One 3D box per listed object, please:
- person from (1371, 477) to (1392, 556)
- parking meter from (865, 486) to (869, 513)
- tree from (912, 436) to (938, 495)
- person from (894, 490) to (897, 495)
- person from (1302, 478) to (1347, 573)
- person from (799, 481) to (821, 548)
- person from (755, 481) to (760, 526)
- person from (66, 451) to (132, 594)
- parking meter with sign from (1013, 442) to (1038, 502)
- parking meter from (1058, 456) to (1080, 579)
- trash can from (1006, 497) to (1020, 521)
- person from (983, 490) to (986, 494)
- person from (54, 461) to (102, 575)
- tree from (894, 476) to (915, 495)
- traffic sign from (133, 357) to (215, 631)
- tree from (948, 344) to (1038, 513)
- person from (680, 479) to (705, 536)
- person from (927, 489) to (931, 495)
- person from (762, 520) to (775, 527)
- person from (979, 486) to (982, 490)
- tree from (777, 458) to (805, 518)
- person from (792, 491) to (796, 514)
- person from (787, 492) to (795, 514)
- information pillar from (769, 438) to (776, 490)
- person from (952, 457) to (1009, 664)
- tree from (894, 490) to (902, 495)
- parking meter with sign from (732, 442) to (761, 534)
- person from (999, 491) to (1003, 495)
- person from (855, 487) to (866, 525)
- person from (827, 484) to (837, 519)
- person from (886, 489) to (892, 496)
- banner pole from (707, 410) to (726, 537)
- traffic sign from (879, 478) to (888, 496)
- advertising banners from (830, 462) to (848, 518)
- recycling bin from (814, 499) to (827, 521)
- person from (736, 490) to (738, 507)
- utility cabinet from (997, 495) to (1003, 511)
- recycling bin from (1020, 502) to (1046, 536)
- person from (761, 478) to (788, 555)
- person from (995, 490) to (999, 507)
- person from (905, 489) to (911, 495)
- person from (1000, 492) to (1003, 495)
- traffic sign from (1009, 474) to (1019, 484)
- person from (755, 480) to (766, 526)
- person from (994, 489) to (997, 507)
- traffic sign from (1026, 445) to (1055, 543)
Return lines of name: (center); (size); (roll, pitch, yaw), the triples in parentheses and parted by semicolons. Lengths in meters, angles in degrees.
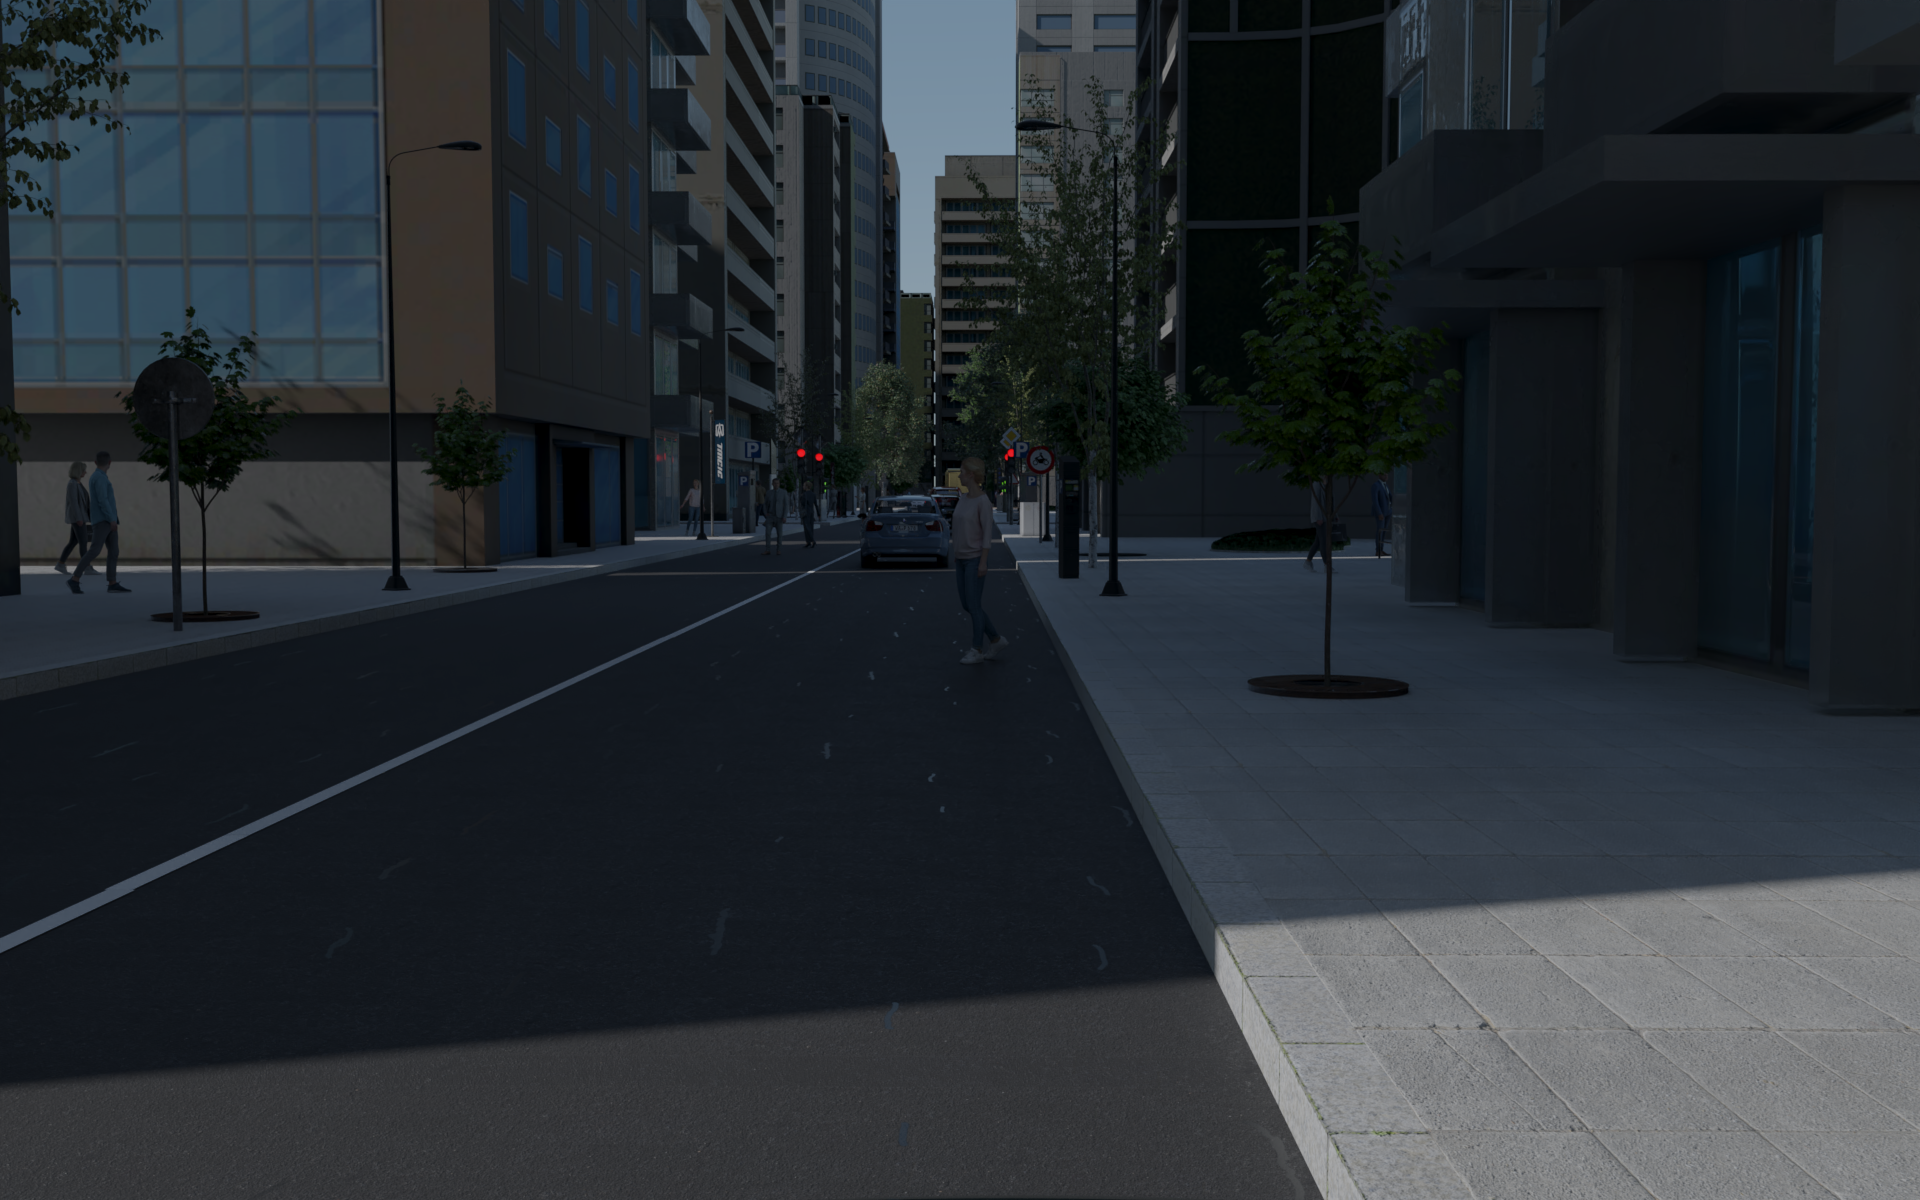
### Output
person: (8.748, -1.819, 35.965); (0.419, 1.800, 0.721); (2, 4, 34)
parking meter: (-6.464, -7.000, 120.168); (0.255, 1.863, 0.399); (0, 4, 1)
tree: (-5.098, -16.296, 216.797); (4.360, 8.622, 3.978); (0, 3, 0)
person: (-6.778, -10.891, 184.829); (0.721, 1.735, 1.217); (-1, 4, -14)
person: (5.942, -1.349, 28.284); (0.728, 1.800, 0.709); (3, 5, 43)
person: (-4.003, -2.287, 46.308); (0.534, 1.772, 0.576); (1, 4, 19)
person: (-8.401, -3.938, 70.403); (0.580, 1.828, 0.573); (-1, 4, -20)
person: (-11.160, -1.010, 22.417); (0.748, 1.841, 0.638); (-1, 4, -18)
parking meter with sign: (2.237, -3.704, 56.814); (0.543, 3.016, 1.738); (-1, 4, -14)
parking meter: (1.659, -1.261, 26.337); (0.255, 1.863, 0.399); (-1, 4, -10)
trash can: (2.534, -4.277, 81.577); (0.748, 1.137, 0.748); (0, 3, 0)
person: (1.657, -6.687, 118.830); (0.522, 1.701, 0.512); (1, 4, 16)
person: (-14.029, -1.304, 27.552); (0.728, 1.800, 0.709); (-1, 4, -12)
tree: (-6.007, -11.936, 178.864); (4.285, 4.588, 4.351); (0, 3, 0)
traffic sign: (-7.330, -0.982, 16.158); (0.768, 2.556, 0.104); (0, 4, 1)
tree: (3.030, -11.825, 119.086); (9.928, 11.665, 9.643); (0, 3, 0)
person: (-8.313, -2.861, 53.498); (0.731, 1.740, 0.598); (-3, 4, -37)
person: (-2.246, -7.063, 124.460); (0.515, 1.767, 0.782); (-1, 4, -21)
person: (-7.288, -3.437, 66.513); (0.640, 1.303, 0.475); (0, 4, -7)
person: (0.931, -4.692, 85.022); (0.447, 1.846, 0.655); (-2, 4, -25)
tree: (-9.354, -6.089, 94.158); (1.663, 3.219, 1.824); (0, 3, 0)
person: (-10.642, -6.348, 110.184); (0.716, 1.782, 0.532); (1, 4, 19)
person: (-10.647, -6.291, 109.016); (0.709, 1.813, 0.853); (-1, 4, -20)
information pillar: (-7.878, -4.990, 72.935); (0.183, 3.616, 0.504); (1, 4, 20)
person: (0.164, -0.343, 14.785); (0.598, 1.740, 0.731); (-3, 4, -36)
tree: (-6.719, -11.915, 189.411); (1.663, 3.219, 1.824); (0, 3, 0)
parking meter with sign: (-7.017, -3.700, 56.758); (0.543, 3.016, 1.738); (1, 4, 10)
person: (4.496, -10.635, 180.634); (1.217, 1.736, 0.721); (0, 4, 4)
person: (-4.552, -4.310, 79.546); (0.524, 1.755, 0.480); (-1, 4, -13)
person: (-6.726, -5.151, 90.536); (0.573, 1.790, 0.520); (3, 4, 37)
person: (-7.145, -10.107, 171.305); (0.705, 1.823, 1.348); (-3, 5, -43)
banner pole: (-7.233, -3.761, 51.505); (0.863, 3.779, 0.401); (3, 5, 44)
traffic sign: (-6.122, -8.459, 138.412); (0.768, 2.556, 0.104); (0, 4, 1)
advertising banners: (-6.577, -5.974, 93.863); (0.090, 3.025, 2.074); (-2, 4, -29)
recycling bin: (-6.764, -4.220, 81.549); (0.722, 1.027, 0.722); (3, 4, 37)
person: (-10.374, -4.632, 81.951); (0.511, 1.800, 0.466); (-2, 4, -27)
utility cabinet: (3.158, -7.339, 131.148); (0.306, 1.237, 1.020); (-2, 4, -31)
recycling bin: (2.218, -2.462, 52.814); (0.722, 1.027, 0.722); (0, 4, -3)
person: (-4.365, -1.975, 40.894); (0.635, 1.810, 0.391); (0, 4, 4)
person: (3.629, -9.826, 167.629); (0.436, 1.711, 0.756); (1, 4, 23)
person: (-3.743, -7.222, 126.852); (0.793, 1.790, 0.793); (3, 4, 36)
person: (4.098, -9.371, 159.972); (1.217, 1.736, 0.721); (3, 5, 42)
traffic sign: (2.791, -5.706, 93.302); (0.884, 2.594, 0.081); (0, 4, 5)
person: (-7.880, -3.840, 68.731); (0.836, 1.842, 0.656); (0, 4, 4)
person: (3.573, -9.943, 169.064); (0.568, 1.767, 0.683); (-3, 5, -41)
traffic sign: (2.109, -2.758, 45.202); (0.768, 2.556, 0.104); (1, 4, 9)
